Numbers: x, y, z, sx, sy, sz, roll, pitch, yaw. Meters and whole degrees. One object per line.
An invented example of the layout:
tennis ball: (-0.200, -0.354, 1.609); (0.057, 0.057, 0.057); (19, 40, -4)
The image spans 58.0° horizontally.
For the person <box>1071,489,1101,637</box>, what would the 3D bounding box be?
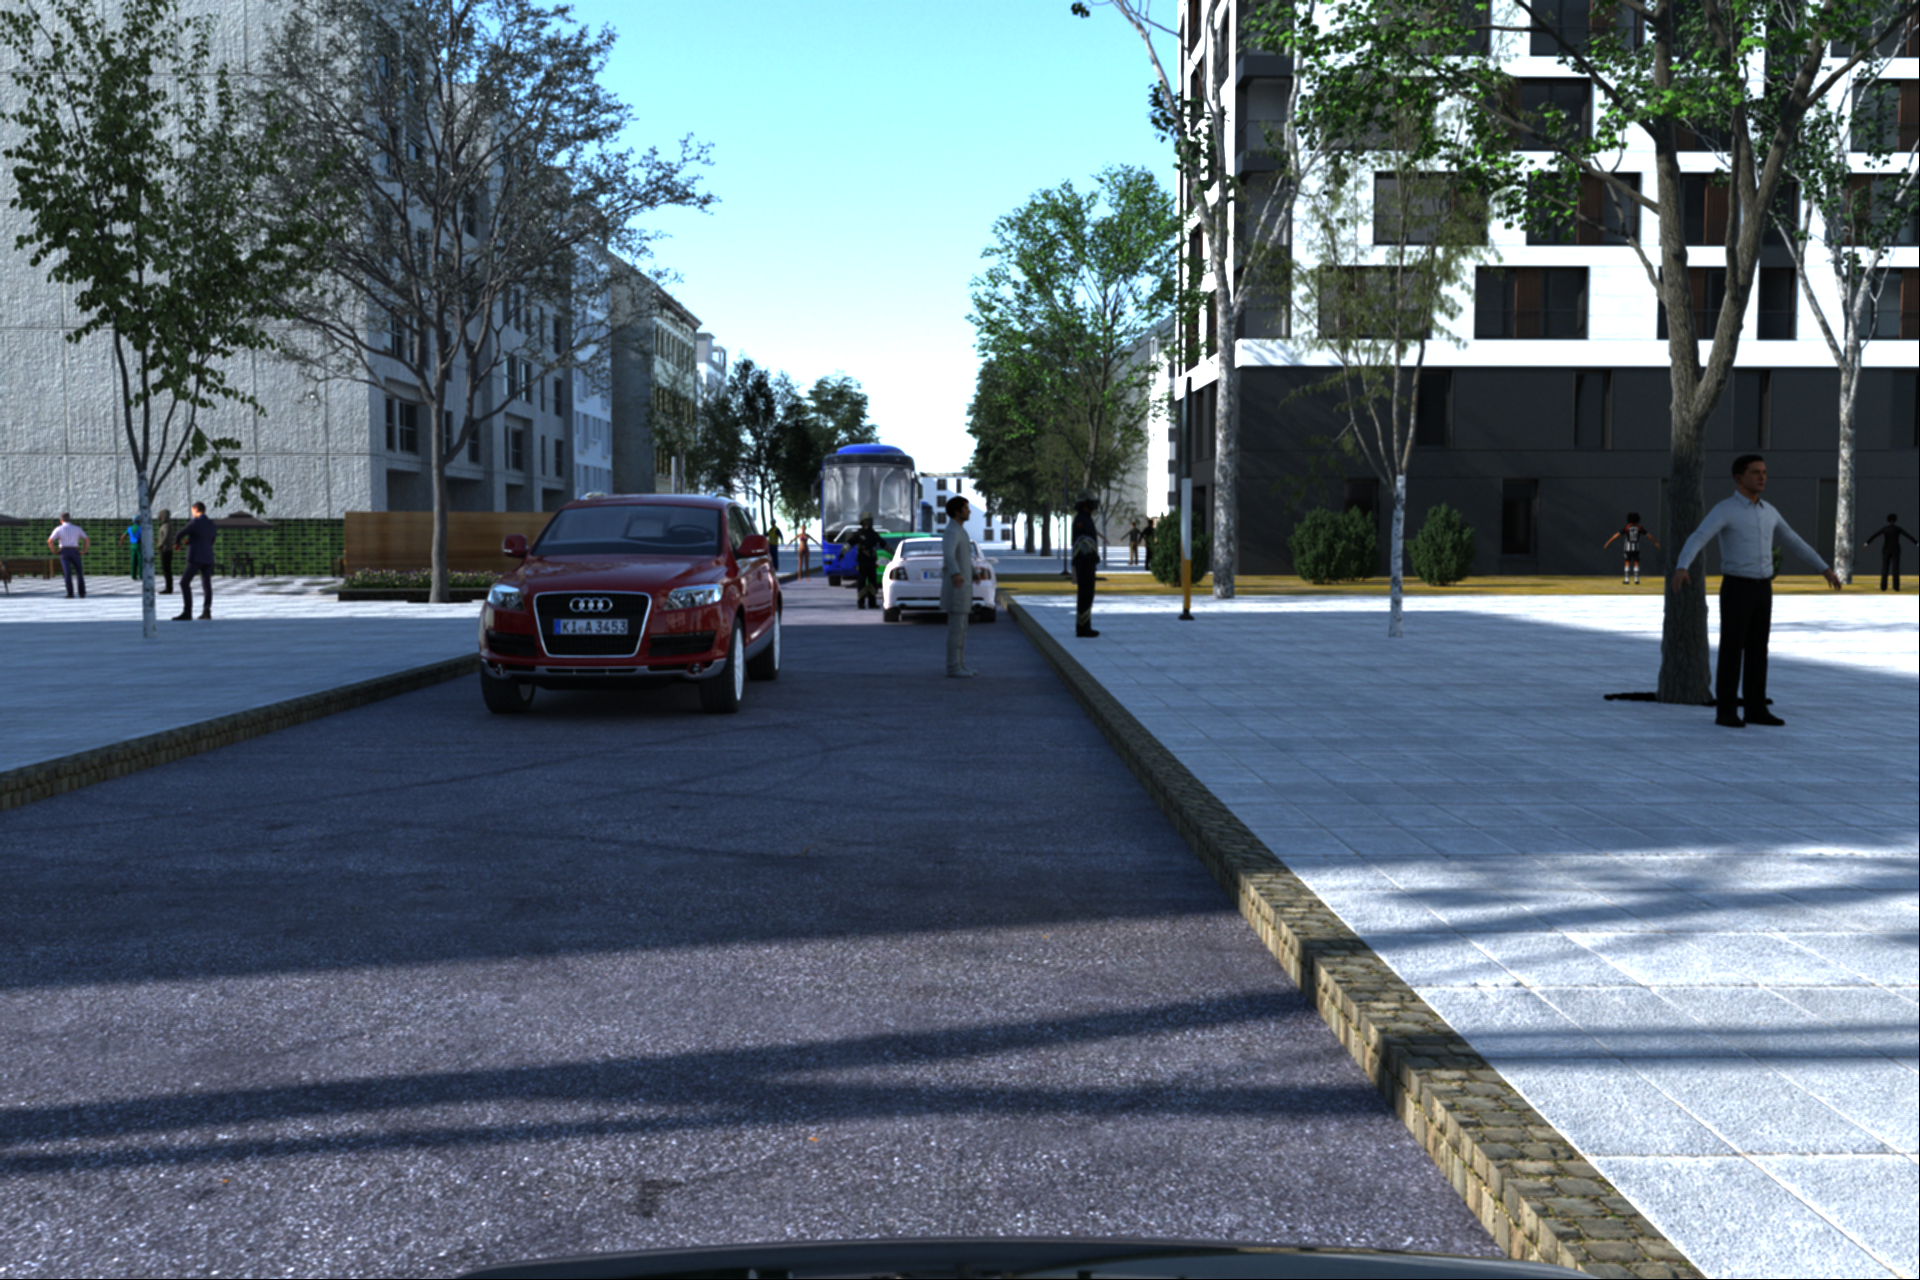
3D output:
person: (1.600, -0.964, 21.637); (0.704, 1.845, 1.351); (0, 4, 7)

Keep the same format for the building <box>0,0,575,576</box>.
building: (-26.789, -12.336, 68.145); (16.747, 18.905, 31.486); (0, 4, -1)

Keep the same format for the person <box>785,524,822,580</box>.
person: (-4.817, -2.709, 53.545); (1.217, 1.733, 0.721); (-1, 4, -16)

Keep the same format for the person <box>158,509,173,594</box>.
person: (-17.011, -1.891, 37.044); (0.705, 1.813, 1.348); (-2, 4, -23)

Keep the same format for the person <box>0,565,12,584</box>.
person: (-7.284, -0.339, 12.295); (0.721, 1.744, 1.215); (1, 4, 19)

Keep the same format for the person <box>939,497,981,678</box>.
person: (0.006, -0.538, 17.434); (0.705, 1.806, 1.347); (1, 4, 8)

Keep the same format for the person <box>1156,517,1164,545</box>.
person: (6.787, -3.228, 58.551); (0.705, 1.858, 1.354); (1, 4, 11)

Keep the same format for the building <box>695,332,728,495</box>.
building: (-28.470, -18.766, 163.251); (16.016, 20.090, 11.380); (0, 4, 0)

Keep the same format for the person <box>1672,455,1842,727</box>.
person: (5.289, -0.333, 11.605); (1.344, 1.810, 0.704); (-1, 4, -18)

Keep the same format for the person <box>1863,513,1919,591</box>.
person: (20.914, -1.965, 38.856); (1.216, 1.740, 0.721); (3, 5, 41)

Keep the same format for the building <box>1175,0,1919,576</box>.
building: (22.192, -13.761, 68.973); (27.936, 21.610, 32.646); (0, 4, -1)

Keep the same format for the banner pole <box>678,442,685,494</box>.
banner pole: (-7.560, -3.500, 47.243); (0.401, 3.779, 0.863); (0, 4, 1)

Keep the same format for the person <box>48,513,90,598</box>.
person: (-17.835, -1.693, 34.659); (0.756, 1.711, 0.436); (-2, 4, -33)

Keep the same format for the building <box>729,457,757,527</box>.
building: (-28.031, -15.873, 201.674); (9.099, 9.664, 28.070); (0, 4, -1)

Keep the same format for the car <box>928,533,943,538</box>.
car: (-1.347, -4.290, 78.943); (1.959, 1.807, 4.718); (0, 4, -1)

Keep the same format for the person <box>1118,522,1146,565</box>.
person: (7.226, -4.027, 72.105); (1.348, 1.796, 0.705); (-2, 4, -23)

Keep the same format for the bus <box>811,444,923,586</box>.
bus: (-2.474, -3.629, 50.876); (2.896, 3.916, 12.251); (0, 4, -1)

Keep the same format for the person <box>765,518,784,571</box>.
person: (-6.506, -3.316, 60.183); (0.705, 1.833, 1.349); (-3, 5, -43)

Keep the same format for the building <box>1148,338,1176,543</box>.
building: (23.211, -18.875, 165.031); (16.016, 20.090, 11.380); (0, 3, 0)

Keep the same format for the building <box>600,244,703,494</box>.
building: (-28.060, -17.369, 114.904); (19.493, 23.208, 18.063); (0, 4, 0)

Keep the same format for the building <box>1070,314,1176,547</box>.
building: (21.330, -21.145, 176.652); (19.493, 23.208, 18.063); (0, 4, -1)

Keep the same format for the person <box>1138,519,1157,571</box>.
person: (6.643, -3.304, 60.237); (0.704, 1.802, 1.346); (-3, 5, -40)

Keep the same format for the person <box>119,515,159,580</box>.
person: (-22.825, -2.570, 48.143); (1.347, 1.817, 0.704); (1, 4, 13)

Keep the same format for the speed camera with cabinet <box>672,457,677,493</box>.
speed camera with cabinet: (-7.472, -3.099, 45.008); (0.660, 3.252, 2.038); (0, 4, 1)

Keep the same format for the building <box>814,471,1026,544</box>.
building: (-5.086, -17.512, 230.930); (28.070, 9.664, 9.099); (0, 4, 3)

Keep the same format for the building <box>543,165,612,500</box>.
building: (-25.556, -14.301, 90.244); (16.016, 20.090, 11.380); (0, 4, -1)

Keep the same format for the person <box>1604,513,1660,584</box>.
person: (17.260, -2.343, 44.459); (1.345, 1.843, 0.704); (1, 4, 13)

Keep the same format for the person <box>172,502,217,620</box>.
person: (-11.515, -1.190, 25.955); (0.568, 1.767, 0.683); (1, 4, 18)

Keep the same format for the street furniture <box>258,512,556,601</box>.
street furniture: (-9.066, -1.782, 35.988); (11.010, 1.723, 9.812); (-1, 4, -13)

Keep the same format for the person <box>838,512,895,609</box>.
person: (-1.771, -1.531, 33.265); (1.354, 1.856, 0.705); (-2, 4, -32)

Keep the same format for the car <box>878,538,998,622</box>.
car: (-0.368, -1.049, 29.515); (2.083, 1.381, 4.827); (0, 4, -1)

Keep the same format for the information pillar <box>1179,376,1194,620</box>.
information pillar: (3.394, -2.116, 25.957); (0.183, 3.616, 0.504); (0, 4, -1)

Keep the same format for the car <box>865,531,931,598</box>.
car: (-1.305, -1.921, 40.207); (1.959, 1.807, 4.718); (0, 4, -2)

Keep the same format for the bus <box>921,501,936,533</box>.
bus: (-3.220, -8.492, 130.389); (2.896, 3.916, 12.251); (0, 4, -1)

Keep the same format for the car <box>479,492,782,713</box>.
car: (-2.783, -0.420, 15.535); (2.281, 1.827, 5.304); (0, 4, 0)

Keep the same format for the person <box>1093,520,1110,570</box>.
person: (4.621, -3.375, 61.041); (1.347, 1.847, 0.705); (2, 4, 30)
